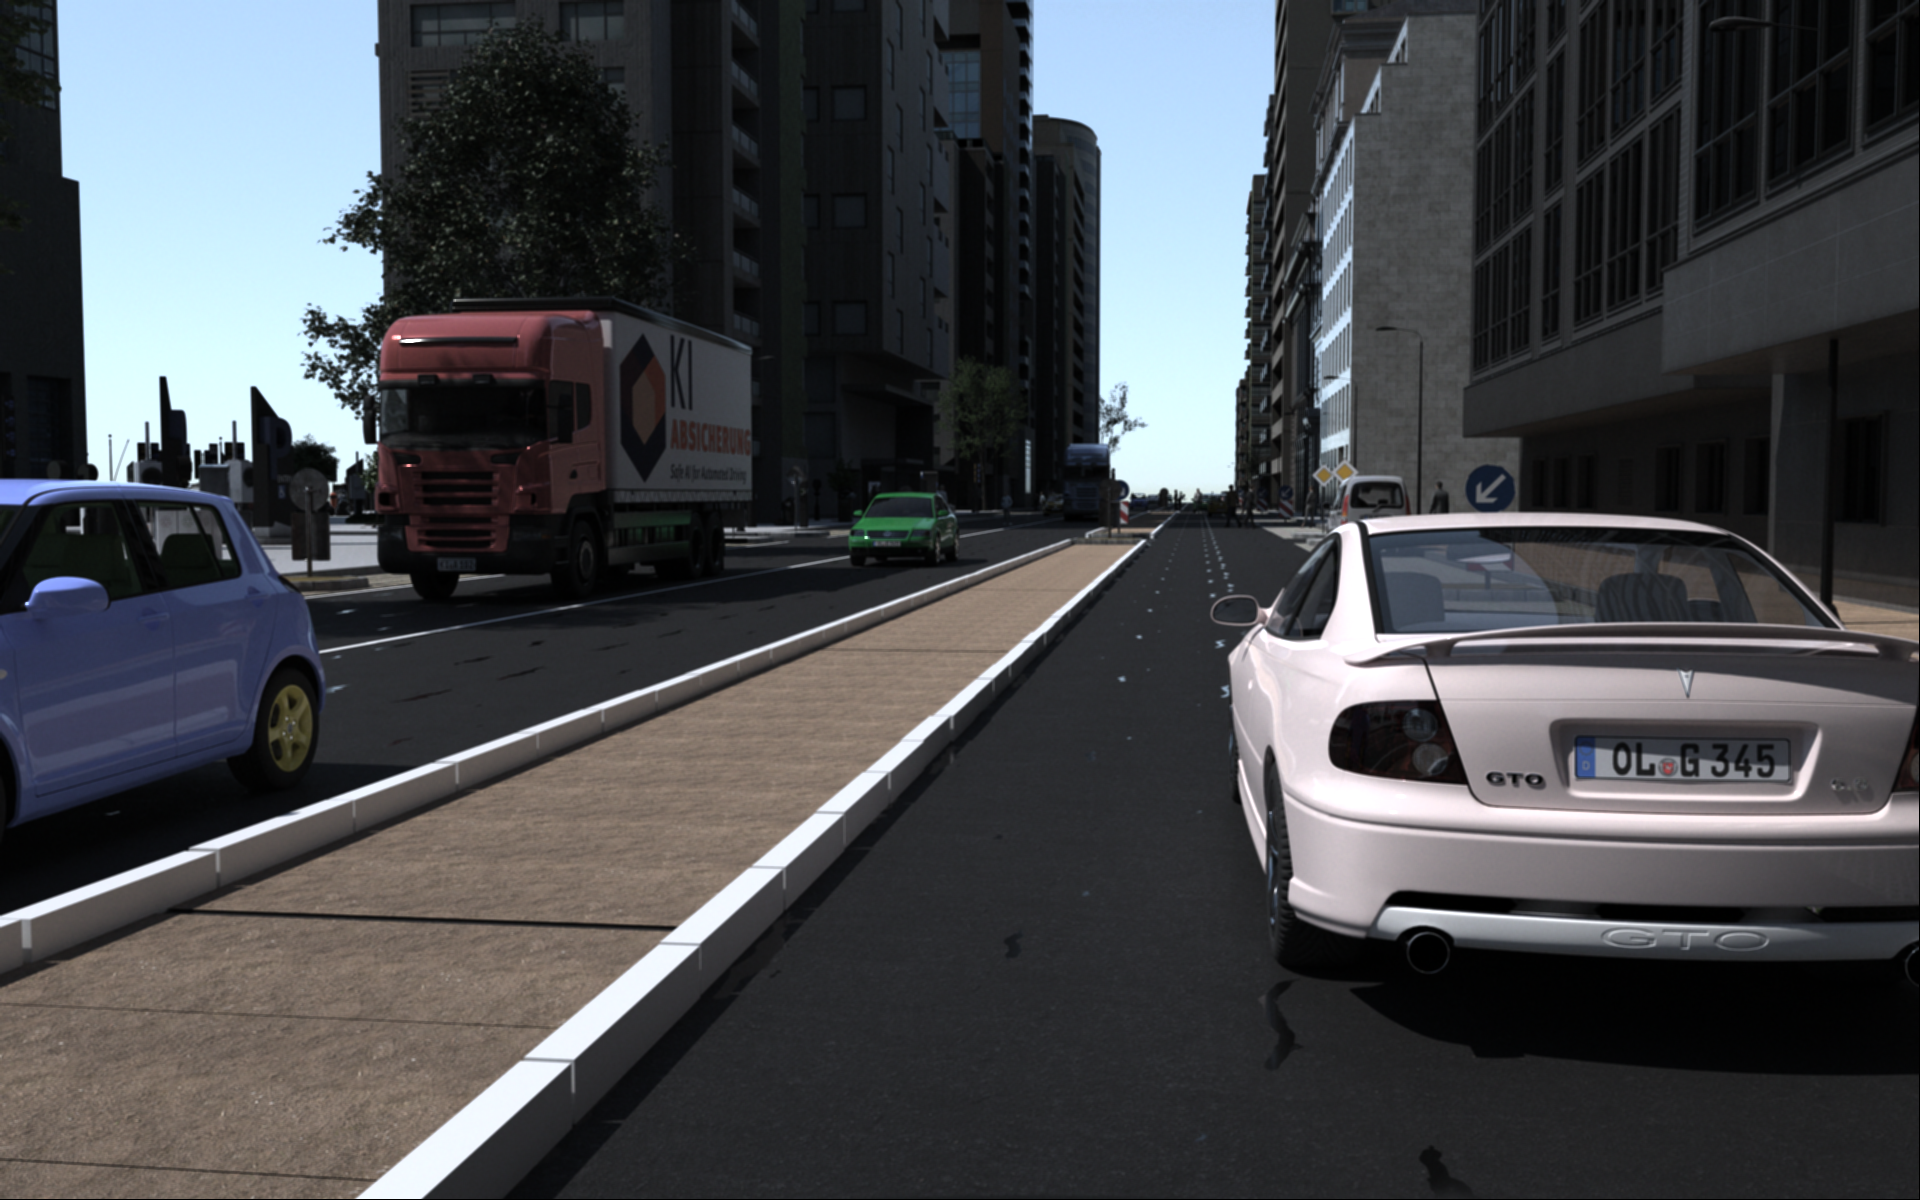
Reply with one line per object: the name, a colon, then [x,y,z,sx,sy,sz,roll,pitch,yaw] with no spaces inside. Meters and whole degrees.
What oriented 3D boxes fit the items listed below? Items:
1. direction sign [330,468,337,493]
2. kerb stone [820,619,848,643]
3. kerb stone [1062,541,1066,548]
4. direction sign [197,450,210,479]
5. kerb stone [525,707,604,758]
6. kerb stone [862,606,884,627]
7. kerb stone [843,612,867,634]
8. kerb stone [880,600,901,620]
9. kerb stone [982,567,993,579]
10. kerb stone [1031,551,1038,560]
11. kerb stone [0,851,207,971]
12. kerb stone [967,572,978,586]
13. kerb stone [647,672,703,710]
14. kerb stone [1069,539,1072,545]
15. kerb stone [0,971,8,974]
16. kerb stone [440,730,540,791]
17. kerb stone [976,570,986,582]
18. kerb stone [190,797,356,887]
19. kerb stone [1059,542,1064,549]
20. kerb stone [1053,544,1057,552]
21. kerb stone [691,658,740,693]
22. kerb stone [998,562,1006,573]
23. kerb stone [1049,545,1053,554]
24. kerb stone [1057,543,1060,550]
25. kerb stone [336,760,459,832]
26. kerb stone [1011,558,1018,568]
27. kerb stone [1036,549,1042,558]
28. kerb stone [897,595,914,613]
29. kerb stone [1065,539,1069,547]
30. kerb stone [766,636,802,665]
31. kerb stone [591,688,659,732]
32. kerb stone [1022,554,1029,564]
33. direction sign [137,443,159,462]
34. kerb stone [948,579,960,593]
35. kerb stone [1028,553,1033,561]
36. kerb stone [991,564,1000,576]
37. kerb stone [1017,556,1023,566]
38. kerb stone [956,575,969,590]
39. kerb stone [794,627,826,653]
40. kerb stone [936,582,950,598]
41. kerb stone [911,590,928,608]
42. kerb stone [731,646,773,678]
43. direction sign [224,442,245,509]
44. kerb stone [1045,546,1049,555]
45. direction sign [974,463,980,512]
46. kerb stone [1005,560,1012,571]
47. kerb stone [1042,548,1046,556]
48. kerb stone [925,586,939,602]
direction sign: [-39.879,-7.234,110.265,0.379,3.537,0.876,0,4,7]
kerb stone: [-1.279,0.324,16.912,0.120,0.150,1.000,0,4,8]
kerb stone: [2.628,-1.415,45.398,0.120,0.150,1.000,0,4,8]
direction sign: [-38.986,-5.948,89.252,0.379,3.537,0.876,3,5,40]
kerb stone: [-2.259,0.757,9.817,0.120,0.150,1.000,0,4,8]
kerb stone: [-1.004,0.199,18.945,0.120,0.150,1.000,0,4,8]
kerb stone: [-1.138,0.261,17.931,0.120,0.150,1.000,0,4,8]
kerb stone: [-0.856,0.137,19.960,0.120,0.150,1.000,0,4,8]
kerb stone: [0.390,-0.423,29.111,0.120,0.150,1.000,0,4,8]
kerb stone: [1.510,-0.919,37.254,0.120,0.150,1.000,0,4,8]
kerb stone: [-2.807,1.012,5.754,0.120,0.150,1.000,0,4,8]
kerb stone: [0.116,-0.298,27.073,0.120,0.150,1.000,0,4,8]
kerb stone: [-1.973,0.637,11.842,0.120,0.150,1.000,0,4,8]
kerb stone: [2.901,-1.543,47.426,0.120,0.150,1.000,0,4,8]
kerb stone: [-2.955,1.068,4.736,0.120,0.150,1.000,0,4,8]
kerb stone: [-2.394,0.820,8.801,0.120,0.150,1.000,0,4,8]
kerb stone: [0.253,-0.352,28.087,0.120,0.150,1.000,0,4,8]
kerb stone: [-2.668,0.944,6.767,0.120,0.150,1.000,0,4,8]
kerb stone: [2.492,-1.355,44.384,0.120,0.150,1.000,0,4,8]
kerb stone: [2.215,-1.233,42.349,0.120,0.150,1.000,0,4,8]
kerb stone: [-1.838,0.572,12.855,0.120,0.150,1.000,0,4,8]
kerb stone: [0.670,-0.548,31.147,0.120,0.150,1.000,0,4,8]
kerb stone: [2.065,-1.167,41.329,0.120,0.150,1.000,0,4,8]
kerb stone: [2.343,-1.295,43.373,0.120,0.150,1.000,0,4,8]
kerb stone: [-2.534,0.884,7.780,0.120,0.150,1.000,0,4,8]
kerb stone: [0.951,-0.673,33.193,0.120,0.150,1.000,0,4,8]
kerb stone: [1.647,-0.983,38.274,0.120,0.150,1.000,0,4,8]
kerb stone: [-0.724,0.075,20.974,0.120,0.150,1.000,0,4,8]
kerb stone: [2.765,-1.481,46.411,0.120,0.150,1.000,0,4,8]
kerb stone: [-1.554,0.447,14.884,0.120,0.150,1.000,0,4,8]
kerb stone: [-2.114,0.695,10.829,0.120,0.150,1.000,0,4,8]
kerb stone: [1.234,-0.797,35.228,0.120,0.150,1.000,0,4,8]
direction sign: [-35.741,-5.159,76.345,0.876,3.537,0.379,-3,4,-37]
kerb stone: [-0.165,-0.174,25.041,0.120,0.150,1.000,0,4,8]
kerb stone: [1.363,-0.859,36.242,0.120,0.150,1.000,0,4,8]
kerb stone: [0.529,-0.485,30.132,0.120,0.150,1.000,0,4,8]
kerb stone: [1.093,-0.735,34.206,0.120,0.150,1.000,0,4,8]
kerb stone: [-0.031,-0.236,26.059,0.120,0.150,1.000,0,4,8]
kerb stone: [-1.418,0.385,15.897,0.120,0.150,1.000,0,4,8]
kerb stone: [-0.309,-0.112,24.029,0.120,0.150,1.000,0,4,8]
kerb stone: [-0.581,0.012,21.994,0.120,0.150,1.000,0,4,8]
kerb stone: [-1.698,0.509,13.869,0.120,0.150,1.000,0,4,8]
direction sign: [-31.656,-5.118,75.672,0.379,3.537,0.876,3,5,42]
kerb stone: [1.922,-1.108,40.317,0.120,0.150,1.000,0,4,8]
direction sign: [1.211,-8.139,125.069,0.379,3.537,0.876,-2,4,-33]
kerb stone: [0.811,-0.610,32.169,0.120,0.150,1.000,0,4,8]
kerb stone: [1.788,-1.046,39.303,0.120,0.150,1.000,0,4,8]
kerb stone: [-0.440,-0.050,23.015,0.120,0.150,1.000,0,4,8]
